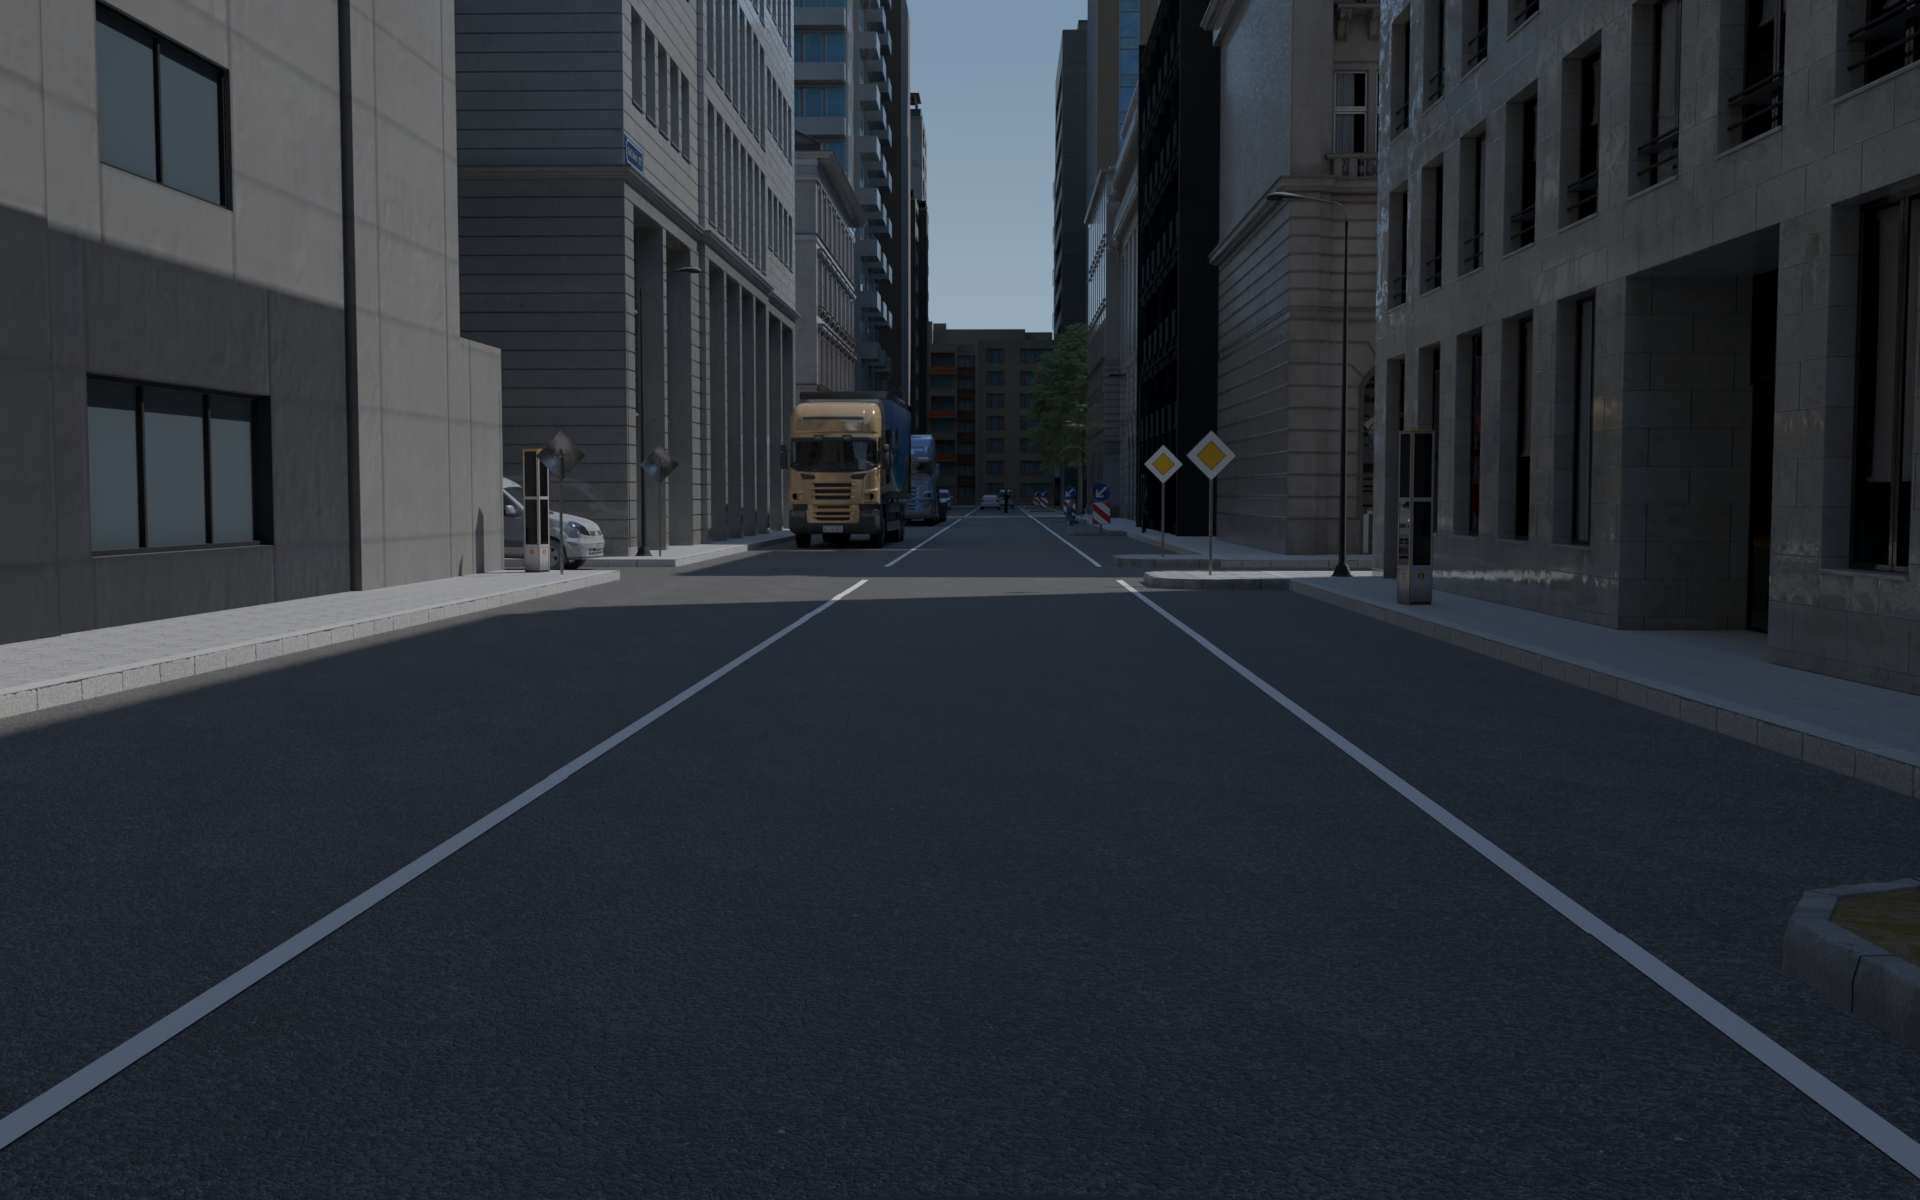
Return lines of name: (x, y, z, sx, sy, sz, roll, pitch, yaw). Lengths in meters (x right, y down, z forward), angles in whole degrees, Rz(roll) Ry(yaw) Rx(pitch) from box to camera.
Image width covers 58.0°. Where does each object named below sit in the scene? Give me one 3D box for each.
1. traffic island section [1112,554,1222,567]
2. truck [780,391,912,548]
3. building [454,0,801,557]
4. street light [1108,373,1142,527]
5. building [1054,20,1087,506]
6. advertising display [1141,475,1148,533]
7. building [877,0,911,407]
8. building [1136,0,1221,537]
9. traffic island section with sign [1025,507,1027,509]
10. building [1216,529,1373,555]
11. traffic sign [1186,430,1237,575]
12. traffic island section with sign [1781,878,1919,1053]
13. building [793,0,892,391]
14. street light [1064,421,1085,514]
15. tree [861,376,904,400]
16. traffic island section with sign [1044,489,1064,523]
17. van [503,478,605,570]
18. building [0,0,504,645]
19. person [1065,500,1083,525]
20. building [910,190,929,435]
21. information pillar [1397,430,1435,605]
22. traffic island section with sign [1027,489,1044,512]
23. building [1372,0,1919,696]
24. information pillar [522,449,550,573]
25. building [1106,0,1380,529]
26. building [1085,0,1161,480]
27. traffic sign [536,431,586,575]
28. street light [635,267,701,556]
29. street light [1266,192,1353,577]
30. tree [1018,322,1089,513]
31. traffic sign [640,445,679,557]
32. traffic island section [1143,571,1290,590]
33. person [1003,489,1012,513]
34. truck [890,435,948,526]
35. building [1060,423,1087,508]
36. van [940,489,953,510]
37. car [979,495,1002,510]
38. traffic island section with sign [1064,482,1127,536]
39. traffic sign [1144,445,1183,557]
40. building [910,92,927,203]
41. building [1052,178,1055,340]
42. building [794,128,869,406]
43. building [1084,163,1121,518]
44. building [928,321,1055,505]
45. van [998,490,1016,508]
traffic island section: (4.156, -0.799, 35.343, 2.009, 0.180, 2.903, 0, 4, 1)
truck: (-3.038, -3.709, 49.556, 2.839, 4.237, 11.283, 0, 4, 3)
building: (-11.847, -16.635, 49.481, 11.434, 29.767, 29.804, 0, 4, 1)
street light: (6.384, -5.767, 66.832, 1.470, 5.913, 1.316, 0, 4, 1)
building: (20.551, -33.704, 174.756, 21.300, 48.544, 21.600, 0, 4, 1)
advertising display: (6.120, -3.199, 57.511, 0.123, 1.923, 0.974, 1, 4, 13)
building: (-11.496, -30.456, 148.068, 14.600, 45.320, 14.200, 0, 4, 1)
building: (12.873, -14.045, 59.311, 12.332, 23.373, 15.834, 0, 4, 1)
traffic island section with sign: (7.153, -9.571, 165.110, 1.989, 1.847, 2.006, 0, 4, 1)
building: (18.520, -12.201, 41.282, 24.055, 21.916, 13.314, 0, 4, 1)
traffic sign: (3.948, -1.446, 27.283, 0.795, 2.450, 0.064, 0, 4, 1)
traffic island section with sign: (3.463, 0.239, 4.726, 1.989, 1.847, 2.006, 0, 4, 1)
building: (-16.555, -30.958, 125.779, 23.786, 49.044, 30.456, 0, 4, 1)
street light: (7.295, -8.427, 110.323, 1.470, 5.913, 1.316, 0, 4, 1)
tree: (-5.266, -9.699, 108.938, 4.360, 8.622, 3.978, 0, 3, 0)
traffic island section with sign: (5.351, -4.791, 86.956, 1.989, 1.847, 2.006, 0, 4, 1)
van: (-8.778, -1.560, 32.515, 4.112, 2.044, 2.013, 0, 4, 3)
building: (-18.278, -35.416, 17.302, 20.611, 71.187, 20.563, 0, 4, 1)
person: (5.170, -4.013, 79.610, 0.738, 1.151, 1.012, -1, 4, -15)
building: (-10.232, -23.974, 163.678, 14.160, 30.474, 14.107, 0, 4, 1)
information pillar: (5.292, -0.956, 20.117, 0.304, 2.012, 0.304, -1, 4, -15)
traffic island section with sign: (6.523, -7.873, 137.347, 1.989, 1.847, 2.006, 0, 4, 1)
building: (11.448, -9.984, 17.991, 10.420, 20.320, 16.860, 0, 4, 1)
information pillar: (-6.941, -1.461, 28.376, 0.304, 2.012, 0.304, 1, 4, 21)
building: (14.107, -14.573, 80.076, 13.314, 21.916, 24.055, 0, 4, 1)
building: (16.411, -29.055, 125.155, 14.600, 45.320, 14.200, 0, 4, 1)
traffic sign: (-6.343, -1.462, 27.540, 0.795, 2.450, 0.064, 0, 4, 1)
street light: (-6.000, -3.858, 35.624, 1.470, 5.913, 1.316, 0, 4, 1)
street light: (5.410, -3.320, 26.823, 1.470, 5.913, 1.316, 0, 4, 1)
tree: (7.599, -12.041, 114.995, 7.486, 12.596, 7.792, 0, 3, 0)
traffic sign: (-6.158, -1.950, 35.523, 0.795, 2.450, 0.064, 0, 4, 1)
traffic island section: (3.972, -0.311, 27.360, 2.009, 0.180, 2.903, 0, 4, 1)
person: (3.543, -7.539, 131.781, 0.705, 1.821, 1.348, -2, 4, -28)
truck: (-2.147, -5.797, 84.544, 2.967, 4.110, 18.799, 0, 4, 2)
building: (20.373, -51.050, 147.343, 22.319, 86.520, 31.000, 0, 4, 1)
van: (-1.620, -9.083, 155.518, 2.013, 2.044, 4.112, 0, 3, 0)
car: (2.821, -9.007, 159.629, 2.083, 1.381, 4.827, 0, 4, 2)
traffic island section with sign: (4.738, -3.141, 59.976, 1.989, 1.847, 2.006, 0, 4, 1)
traffic sign: (4.133, -1.934, 35.266, 0.795, 2.450, 0.064, 0, 4, 1)
building: (-10.467, -30.299, 178.980, 14.086, 41.232, 14.154, 0, 4, 1)
building: (17.930, -31.646, 201.012, 14.086, 41.232, 14.154, 0, 4, 1)
building: (-11.255, -14.307, 84.829, 10.553, 20.767, 40.483, 0, 4, 1)
building: (12.549, -15.420, 101.267, 9.793, 20.994, 18.267, 0, 4, 1)
building: (-3.421, -22.198, 207.981, 28.899, 21.520, 27.650, 0, 4, 1)
van: (4.572, -10.185, 173.531, 2.013, 2.044, 4.112, 0, 4, 1)
